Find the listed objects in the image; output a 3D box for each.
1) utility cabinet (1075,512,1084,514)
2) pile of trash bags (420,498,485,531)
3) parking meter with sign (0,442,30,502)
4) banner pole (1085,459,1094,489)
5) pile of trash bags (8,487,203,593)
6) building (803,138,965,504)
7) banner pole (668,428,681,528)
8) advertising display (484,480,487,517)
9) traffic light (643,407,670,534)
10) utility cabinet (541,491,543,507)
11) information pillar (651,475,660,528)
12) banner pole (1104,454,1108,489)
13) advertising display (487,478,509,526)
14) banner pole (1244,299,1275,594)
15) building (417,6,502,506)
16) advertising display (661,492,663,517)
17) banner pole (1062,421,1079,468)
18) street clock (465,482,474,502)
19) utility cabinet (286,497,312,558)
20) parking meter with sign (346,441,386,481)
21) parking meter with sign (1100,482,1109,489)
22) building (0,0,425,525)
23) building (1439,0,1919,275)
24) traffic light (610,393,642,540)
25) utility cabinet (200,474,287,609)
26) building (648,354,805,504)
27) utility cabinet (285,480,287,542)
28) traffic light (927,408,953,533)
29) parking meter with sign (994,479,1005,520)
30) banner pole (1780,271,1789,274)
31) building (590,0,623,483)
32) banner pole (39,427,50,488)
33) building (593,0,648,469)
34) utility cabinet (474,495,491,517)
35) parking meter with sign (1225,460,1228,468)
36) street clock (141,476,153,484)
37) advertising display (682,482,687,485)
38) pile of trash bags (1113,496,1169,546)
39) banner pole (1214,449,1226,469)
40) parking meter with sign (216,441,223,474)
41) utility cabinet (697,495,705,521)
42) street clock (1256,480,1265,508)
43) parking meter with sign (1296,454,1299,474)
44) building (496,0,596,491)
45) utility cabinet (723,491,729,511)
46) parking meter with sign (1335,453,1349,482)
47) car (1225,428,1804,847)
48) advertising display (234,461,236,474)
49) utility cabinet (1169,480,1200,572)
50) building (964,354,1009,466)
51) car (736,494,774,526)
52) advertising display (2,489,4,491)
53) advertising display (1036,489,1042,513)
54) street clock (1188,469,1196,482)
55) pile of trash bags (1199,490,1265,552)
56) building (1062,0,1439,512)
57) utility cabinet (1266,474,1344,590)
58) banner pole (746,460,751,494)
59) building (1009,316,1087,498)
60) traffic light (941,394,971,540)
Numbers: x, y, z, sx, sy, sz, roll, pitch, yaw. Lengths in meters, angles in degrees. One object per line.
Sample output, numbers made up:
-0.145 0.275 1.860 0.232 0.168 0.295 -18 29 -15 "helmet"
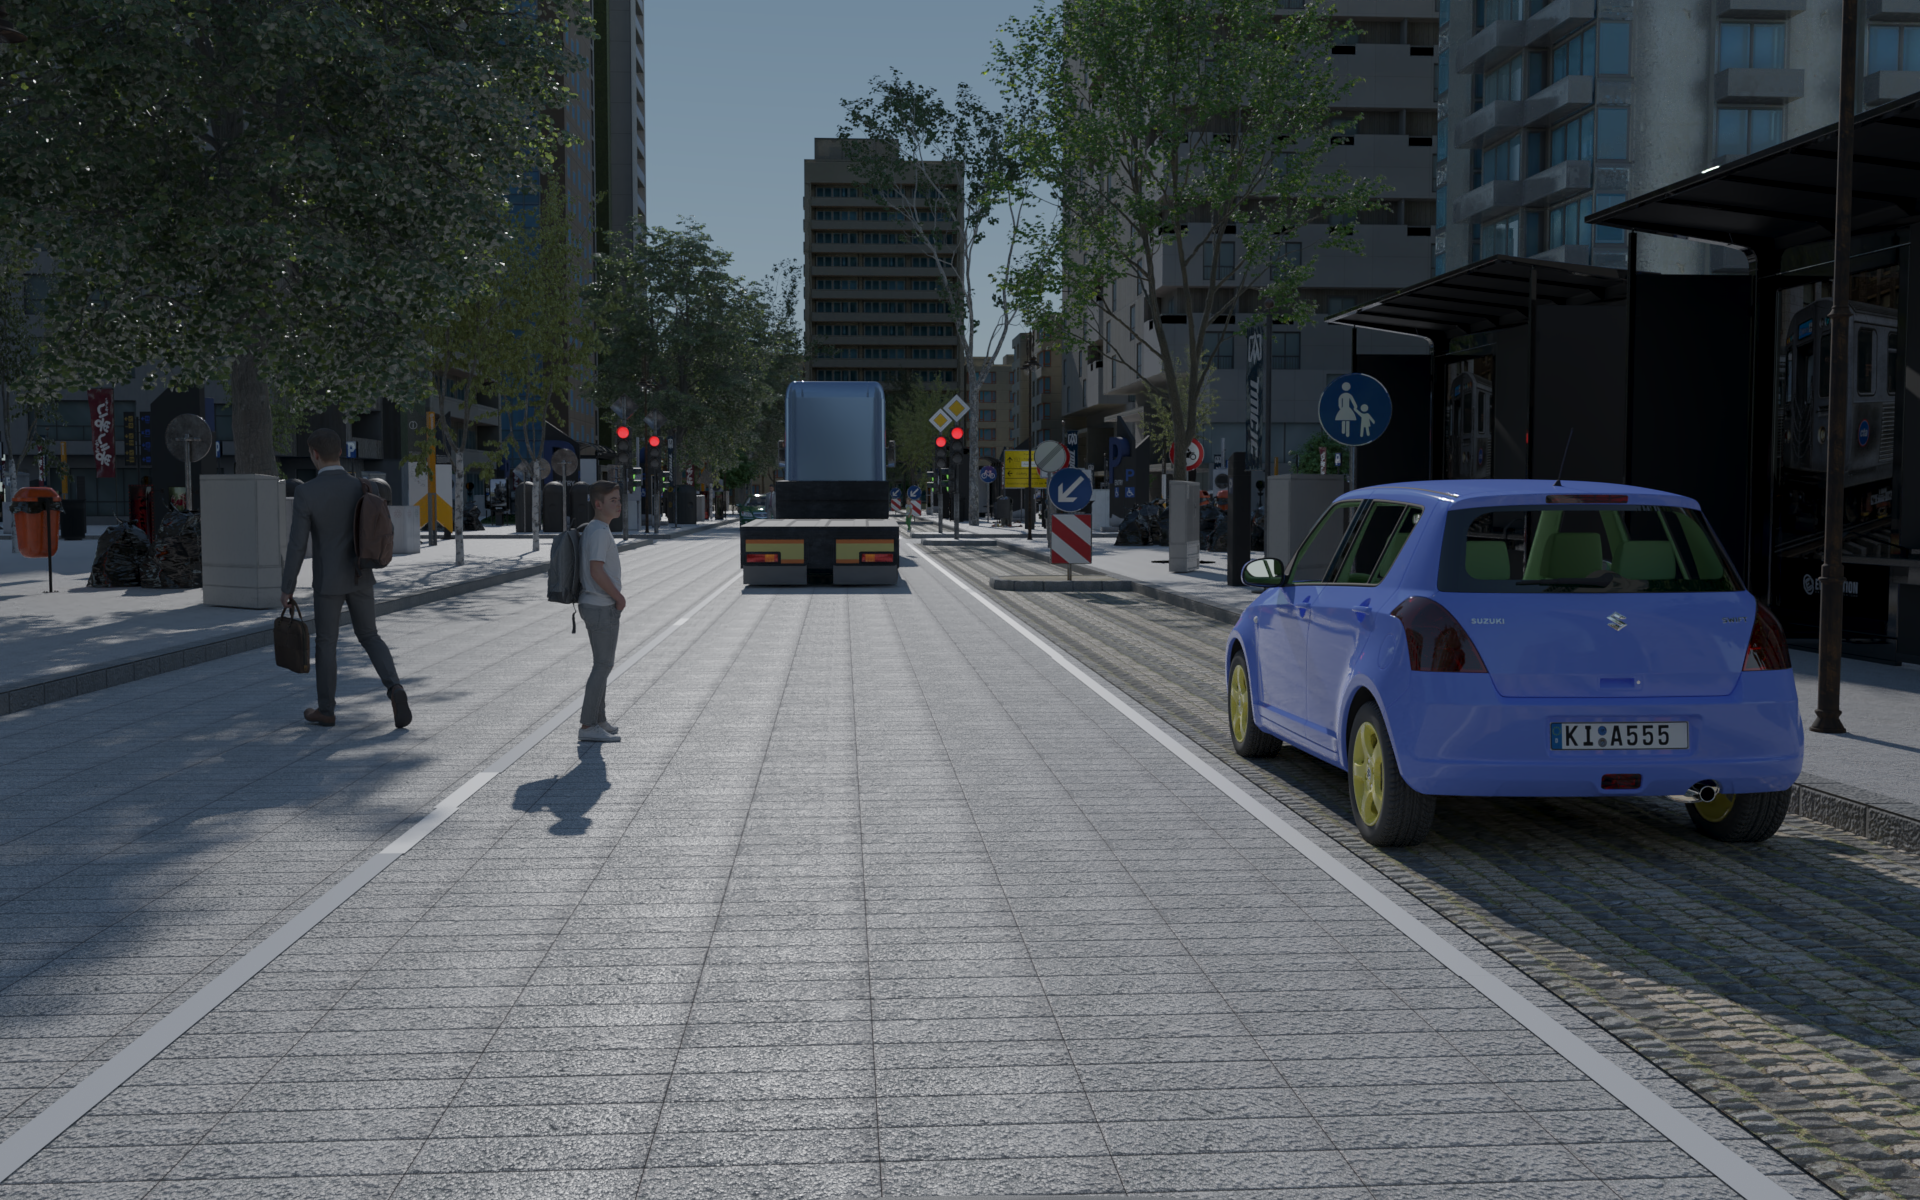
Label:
4.806 -3.703 71.702 0.306 1.237 1.020 2 4 33 "utility cabinet"
-18.275 -3.131 60.939 3.447 1.369 1.912 3 5 42 "pile of trash bags"
-31.901 -3.817 58.662 0.543 3.016 1.738 1 4 19 "parking meter with sign"
9.160 -8.153 123.320 0.863 3.779 0.401 0 4 6 "banner pole"
-11.281 -0.861 23.823 1.912 1.369 3.447 2 4 32 "pile of trash bags"
-10.644 -37.631 238.974 21.600 48.544 21.300 0 4 -4 "building"
-10.872 -4.620 65.561 0.401 3.779 0.863 1 4 18 "banner pole"
-21.549 -4.586 80.190 0.974 1.923 0.123 -3 5 -45 "advertising display"
-9.847 -4.112 56.145 0.839 4.253 0.868 0 4 -4 "traffic light"
-27.525 -6.385 113.079 1.173 1.500 0.318 1 4 13 "utility cabinet"
-11.656 -3.784 66.354 0.304 2.012 0.304 0 4 -5 "information pillar"
9.057 -7.181 107.427 0.401 3.779 0.863 1 4 22 "banner pole"
-18.634 -3.966 70.059 0.974 1.923 0.123 2 4 31 "advertising display"
3.896 -1.988 22.514 0.401 3.779 0.863 -1 4 -17 "banner pole"
-41.897 -29.651 108.488 21.300 48.544 21.600 0 4 -4 "building"
-17.286 -5.688 98.209 0.974 1.923 0.123 -3 4 -37 "advertising display"
3.738 -4.253 59.561 0.863 3.779 0.401 -2 4 -32 "banner pole"
-29.485 -6.095 104.219 0.471 2.002 0.358 -3 4 -37 "street clock"
-13.493 -1.437 34.658 1.020 1.237 0.306 -2 4 -24 "utility cabinet"
-19.608 -3.778 58.036 0.543 3.016 1.738 3 4 37 "parking meter with sign"
9.642 -7.243 114.679 1.738 3.016 0.543 1 4 10 "parking meter with sign"
-32.509 -18.623 76.180 14.160 30.474 14.107 0 4 -4 "building"
38.455 -28.265 81.749 30.456 49.044 23.786 0 4 -4 "building"
-9.304 -3.624 48.178 0.839 4.253 0.868 0 4 -4 "traffic light"
-8.099 -0.663 19.522 1.173 1.500 0.318 3 4 38 "utility cabinet"
-36.033 -24.217 240.994 28.899 21.520 27.650 0 4 -4 "building"
-10.981 -1.097 26.615 1.173 1.500 0.318 0 4 6 "utility cabinet"
-0.658 -4.151 56.784 0.839 4.253 0.868 0 4 -4 "traffic light"
2.551 -5.514 86.417 1.738 3.016 0.543 1 4 19 "parking meter with sign"
8.200 -1.676 17.419 0.401 3.779 0.863 1 4 14 "banner pole"
-41.048 -43.724 153.135 20.563 71.187 20.611 0 4 -4 "building"
-34.080 -4.560 64.567 0.401 3.779 0.863 0 4 -2 "banner pole"
-47.176 -39.009 179.803 28.212 58.520 21.231 0 4 -4 "building"
-27.244 -5.370 98.960 1.020 1.237 0.306 1 4 13 "utility cabinet"
13.597 -5.670 88.963 0.543 3.016 1.738 -1 4 -12 "parking meter with sign"
-31.981 -3.894 68.239 0.471 2.002 0.358 1 4 9 "street clock"
-15.071 -5.458 94.459 0.974 1.923 0.123 0 4 -6 "advertising display"
5.410 -2.083 43.806 1.912 1.369 3.447 2 4 34 "pile of trash bags"
14.445 -6.487 96.073 0.863 3.779 0.401 2 4 31 "banner pole"
-24.892 -3.667 56.219 1.738 3.016 0.543 -3 4 -39 "parking meter with sign"
-12.617 -4.348 82.250 1.020 1.237 0.306 2 4 28 "utility cabinet"
15.753 -5.275 90.813 0.471 2.002 0.358 3 5 45 "street clock"
15.657 -4.885 76.133 1.738 3.016 0.543 1 4 15 "parking meter with sign"
-36.870 -29.730 136.193 14.600 45.320 14.200 0 4 -4 "building"
-17.336 -7.322 128.391 0.318 1.500 1.173 0 4 -2 "utility cabinet"
16.894 -4.742 73.798 1.738 3.016 0.543 -1 4 -11 "parking meter with sign"
2.402 0.075 8.357 1.945 1.707 3.694 0 4 -4 "car"
-13.538 -1.710 33.171 0.123 1.923 0.974 1 4 12 "advertising display"
3.719 -1.217 28.584 0.318 1.500 1.173 1 4 18 "utility cabinet"
14.308 -24.464 245.027 28.899 21.520 27.650 0 4 -4 "building"
-7.785 -3.476 68.631 2.131 1.459 4.920 0 4 -5 "car"
-70.291 -7.464 127.246 0.123 1.923 0.974 -2 4 -32 "advertising display"
5.255 -6.931 118.534 0.123 1.923 0.974 -3 4 -39 "advertising display"
5.140 -2.089 38.732 0.358 2.002 0.471 0 4 1 "street clock"
6.322 -1.845 39.925 1.912 1.369 3.447 0 4 -2 "pile of trash bags"
23.916 -34.413 151.895 28.713 52.752 27.495 0 4 -4 "building"
3.841 -0.650 19.302 0.318 1.500 1.173 3 5 41 "utility cabinet"
-16.317 -8.529 129.471 0.863 3.779 0.401 -3 4 -38 "banner pole"
20.587 -20.542 180.894 27.650 21.520 28.899 0 4 -4 "building"
-0.116 -3.663 48.818 0.839 4.253 0.868 0 4 -4 "traffic light"
